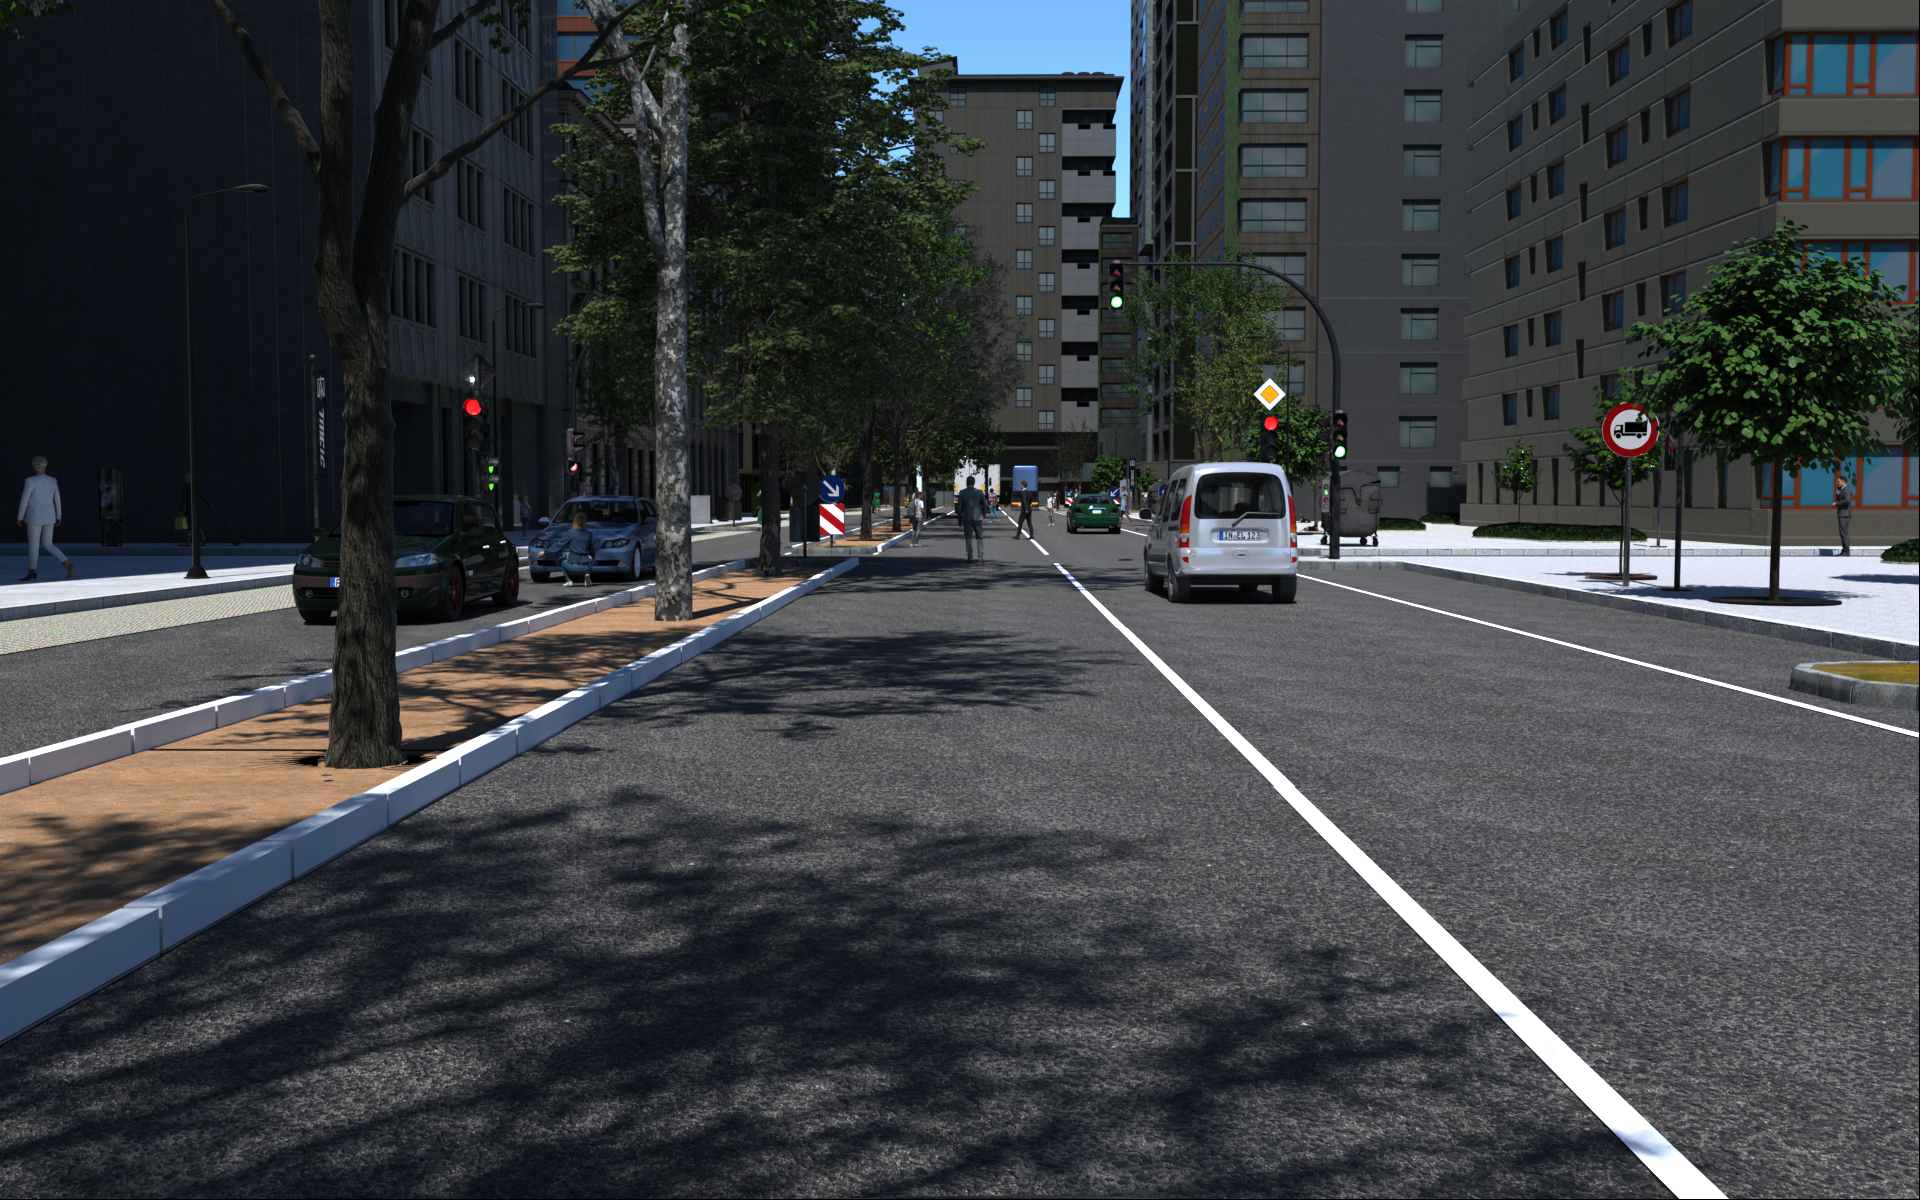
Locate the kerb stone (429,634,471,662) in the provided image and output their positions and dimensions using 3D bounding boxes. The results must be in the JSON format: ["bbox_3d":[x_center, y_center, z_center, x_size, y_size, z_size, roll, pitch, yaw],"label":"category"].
[{"bbox_3d":[-4.494,0.433,15.109,0.120,0.150,1.000,0,4,1],"label":"kerb stone"}]

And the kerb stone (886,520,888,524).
[{"bbox_3d":[-3.553,-3.545,80.219,0.120,0.150,1.000,0,4,1],"label":"kerb stone"}]

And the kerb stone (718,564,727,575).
[{"bbox_3d":[-4.277,-0.507,30.485,0.120,0.150,1.000,0,4,1],"label":"kerb stone"}]

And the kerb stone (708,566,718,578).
[{"bbox_3d":[-4.294,-0.445,29.464,0.120,0.150,1.000,0,4,1],"label":"kerb stone"}]

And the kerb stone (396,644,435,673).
[{"bbox_3d":[-4.515,0.498,14.087,0.120,0.150,1.000,0,4,1],"label":"kerb stone"}]

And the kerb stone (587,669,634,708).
[{"bbox_3d":[-2.448,0.621,12.045,0.120,0.150,1.000,0,4,1],"label":"kerb stone"}]

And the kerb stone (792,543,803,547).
[{"bbox_3d":[-4.093,-1.293,43.342,0.120,0.150,1.000,0,4,1],"label":"kerb stone"}]

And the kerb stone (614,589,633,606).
[{"bbox_3d":[-4.402,-0.005,22.274,0.120,0.150,1.000,0,4,1],"label":"kerb stone"}]

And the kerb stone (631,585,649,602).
[{"bbox_3d":[-4.375,-0.067,23.297,0.120,0.150,1.000,0,4,1],"label":"kerb stone"}]

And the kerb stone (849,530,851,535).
[{"bbox_3d":[-3.865,-2.232,58.690,0.120,0.150,1.000,0,4,1],"label":"kerb stone"}]

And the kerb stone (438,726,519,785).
[{"bbox_3d":[-2.492,0.809,8.965,0.120,0.150,1.000,0,4,1],"label":"kerb stone"}]

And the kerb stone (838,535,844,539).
[{"bbox_3d":[-3.914,-2.044,55.621,0.120,0.150,1.000,0,4,1],"label":"kerb stone"}]

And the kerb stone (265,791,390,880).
[{"bbox_3d":[-2.521,0.934,6.921,0.120,0.150,1.000,0,4,1],"label":"kerb stone"}]

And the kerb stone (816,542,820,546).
[{"bbox_3d":[-4.025,-1.538,47.438,0.120,0.150,1.000,0,4,1],"label":"kerb stone"}]

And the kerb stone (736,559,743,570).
[{"bbox_3d":[-4.250,-0.632,32.529,0.120,0.150,1.000,0,4,1],"label":"kerb stone"}]

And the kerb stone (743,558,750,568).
[{"bbox_3d":[-4.230,-0.688,33.559,0.120,0.150,1.000,0,4,1],"label":"kerb stone"}]

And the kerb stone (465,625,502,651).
[{"bbox_3d":[-4.490,0.371,16.137,0.120,0.150,1.000,0,4,1],"label":"kerb stone"}]

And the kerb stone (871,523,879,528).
[{"bbox_3d":[-3.644,-3.167,74.069,0.120,0.150,1.000,0,4,1],"label":"kerb stone"}]

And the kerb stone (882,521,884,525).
[{"bbox_3d":[-3.607,-3.358,77.145,0.120,0.150,1.000,0,4,1],"label":"kerb stone"}]

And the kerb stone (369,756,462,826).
[{"bbox_3d":[-2.508,0.880,7.943,0.120,0.150,1.000,0,4,1],"label":"kerb stone"}]

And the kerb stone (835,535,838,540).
[{"bbox_3d":[-3.945,-1.916,53.576,0.120,0.150,1.000,0,4,1],"label":"kerb stone"}]

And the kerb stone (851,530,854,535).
[{"bbox_3d":[-3.853,-2.295,59.717,0.120,0.150,1.000,0,4,1],"label":"kerb stone"}]

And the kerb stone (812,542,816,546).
[{"bbox_3d":[-4.045,-1.475,46.416,0.120,0.150,1.000,0,4,1],"label":"kerb stone"}]

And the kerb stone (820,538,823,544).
[{"bbox_3d":[-4.018,-1.606,48.460,0.120,0.150,1.000,0,4,1],"label":"kerb stone"}]

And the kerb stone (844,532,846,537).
[{"bbox_3d":[-3.897,-2.103,56.644,0.120,0.150,1.000,0,4,1],"label":"kerb stone"}]

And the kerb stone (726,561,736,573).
[{"bbox_3d":[-4.262,-0.570,31.507,0.120,0.150,1.000,0,4,1],"label":"kerb stone"}]

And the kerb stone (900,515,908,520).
[{"bbox_3d":[-3.261,-4.801,100.691,0.120,0.150,1.000,0,4,1],"label":"kerb stone"}]

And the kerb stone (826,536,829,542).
[{"bbox_3d":[-3.987,-1.730,50.504,0.120,0.150,1.000,0,4,1],"label":"kerb stone"}]

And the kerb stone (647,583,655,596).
[{"bbox_3d":[-4.380,-0.131,24.330,0.120,0.150,1.000,0,4,1],"label":"kerb stone"}]

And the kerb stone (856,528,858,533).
[{"bbox_3d":[-3.822,-2.420,61.761,0.120,0.150,1.000,0,4,1],"label":"kerb stone"}]

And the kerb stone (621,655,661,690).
[{"bbox_3d":[-2.430,0.558,13.067,0.120,0.150,1.000,0,4,1],"label":"kerb stone"}]

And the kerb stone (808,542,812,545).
[{"bbox_3d":[-4.068,-1.409,45.394,0.120,0.150,1.000,0,4,1],"label":"kerb stone"}]

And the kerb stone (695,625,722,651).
[{"bbox_3d":[-2.383,0.374,16.141,0.120,0.150,1.000,0,4,1],"label":"kerb stone"}]

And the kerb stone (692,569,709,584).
[{"bbox_3d":[-4.307,-0.374,28.441,0.120,0.150,1.000,0,4,1],"label":"kerb stone"}]

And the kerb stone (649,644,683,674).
[{"bbox_3d":[-2.419,0.496,14.091,0.120,0.150,1.000,0,4,1],"label":"kerb stone"}]

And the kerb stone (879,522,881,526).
[{"bbox_3d":[-3.631,-3.235,75.091,0.120,0.150,1.000,0,4,1],"label":"kerb stone"}]

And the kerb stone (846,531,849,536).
[{"bbox_3d":[-3.878,-2.170,57.668,0.120,0.150,1.000,0,4,1],"label":"kerb stone"}]

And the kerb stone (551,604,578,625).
[{"bbox_3d":[-4.443,0.183,19.208,0.120,0.150,1.000,0,4,1],"label":"kerb stone"}]

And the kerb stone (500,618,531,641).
[{"bbox_3d":[-4.469,0.311,17.159,0.120,0.150,1.000,0,4,1],"label":"kerb stone"}]

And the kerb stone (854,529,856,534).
[{"bbox_3d":[-3.846,-2.357,60.739,0.120,0.150,1.000,0,4,1],"label":"kerb stone"}]

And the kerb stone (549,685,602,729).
[{"bbox_3d":[-2.464,0.684,11.008,0.120,0.150,1.000,0,4,1],"label":"kerb stone"}]

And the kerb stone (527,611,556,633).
[{"bbox_3d":[-4.452,0.249,18.185,0.120,0.150,1.000,0,4,1],"label":"kerb stone"}]

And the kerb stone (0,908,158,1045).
[{"bbox_3d":[-2.551,1.061,4.875,0.120,0.150,1.000,0,4,1],"label":"kerb stone"}]

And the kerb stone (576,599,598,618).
[{"bbox_3d":[-4.429,0.120,20.230,0.120,0.150,1.000,0,4,1],"label":"kerb stone"}]

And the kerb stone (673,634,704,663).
[{"bbox_3d":[-2.399,0.433,15.119,0.120,0.150,1.000,0,4,1],"label":"kerb stone"}]

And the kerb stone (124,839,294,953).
[{"bbox_3d":[-2.539,0.997,5.899,0.120,0.150,1.000,0,4,1],"label":"kerb stone"}]

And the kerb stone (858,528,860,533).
[{"bbox_3d":[-3.808,-2.476,62.784,0.120,0.150,1.000,0,4,1],"label":"kerb stone"}]

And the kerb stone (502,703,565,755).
[{"bbox_3d":[-2.474,0.747,9.986,0.120,0.150,1.000,0,4,1],"label":"kerb stone"}]

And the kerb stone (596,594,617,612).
[{"bbox_3d":[-4.408,0.058,21.252,0.120,0.150,1.000,0,4,1],"label":"kerb stone"}]

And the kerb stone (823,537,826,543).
[{"bbox_3d":[-4.005,-1.669,49.482,0.120,0.150,1.000,0,4,1],"label":"kerb stone"}]
